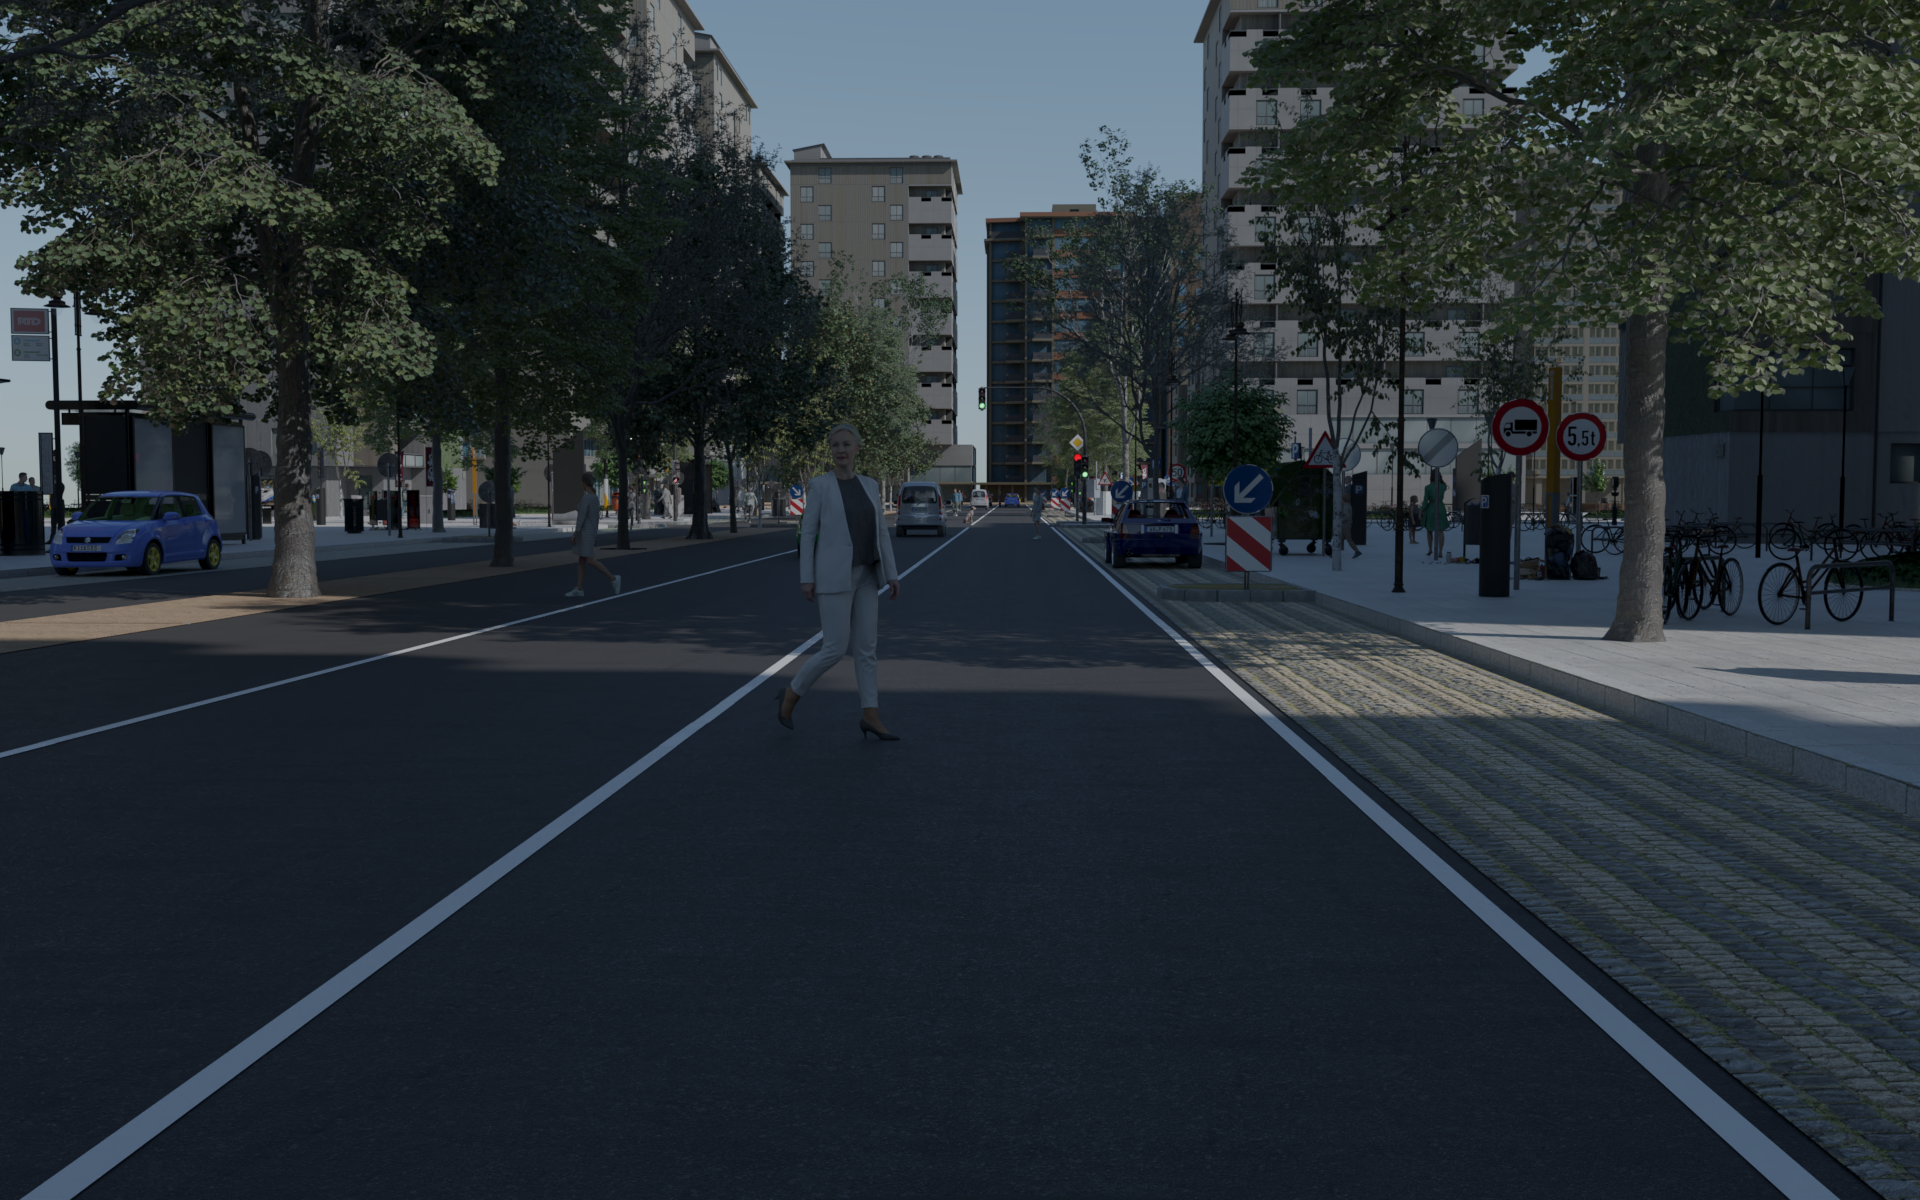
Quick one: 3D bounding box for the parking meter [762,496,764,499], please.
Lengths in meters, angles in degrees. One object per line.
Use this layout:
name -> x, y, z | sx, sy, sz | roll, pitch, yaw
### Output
parking meter -> -17.399, -8.808, 152.415 | 0.372, 1.533, 0.369 | 0, 3, 0

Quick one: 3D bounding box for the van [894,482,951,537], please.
van -> -1.314, -3.216, 59.595 | 2.013, 2.044, 4.112 | 0, 4, 1

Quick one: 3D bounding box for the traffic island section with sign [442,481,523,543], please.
traffic island section with sign -> -14.122, -2.623, 51.506 | 1.989, 1.847, 2.006 | 0, 4, 2

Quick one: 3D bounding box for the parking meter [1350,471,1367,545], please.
parking meter -> 10.023, -2.315, 43.561 | 0.399, 1.863, 0.255 | 1, 4, 19

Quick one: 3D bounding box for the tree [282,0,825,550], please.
tree -> -8.604, -8.014, 43.850 | 12.009, 13.543, 11.850 | 0, 3, 0

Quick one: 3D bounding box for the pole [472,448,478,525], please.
pole -> -20.143, -4.773, 71.887 | 0.158, 3.312, 0.155 | 0, 3, 0

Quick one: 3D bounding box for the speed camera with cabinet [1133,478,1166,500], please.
speed camera with cabinet -> 11.143, -6.583, 101.973 | 2.038, 3.252, 0.660 | -2, 4, -30

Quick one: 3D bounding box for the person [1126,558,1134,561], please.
person -> 3.557, -1.460, 37.056 | 0.332, 1.250, 0.352 | -1, 4, -14

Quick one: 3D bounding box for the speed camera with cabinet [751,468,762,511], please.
speed camera with cabinet -> -15.548, -8.420, 131.998 | 0.660, 3.252, 2.038 | 0, 4, 2

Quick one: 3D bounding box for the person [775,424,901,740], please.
person -> -0.719, -0.111, 10.201 | 0.818, 1.842, 0.514 | 2, 4, 32

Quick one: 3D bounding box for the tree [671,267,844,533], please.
tree -> -8.264, -7.746, 63.518 | 8.767, 10.594, 7.601 | 0, 4, 2

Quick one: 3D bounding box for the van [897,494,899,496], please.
van -> -6.526, -12.719, 212.339 | 2.240, 2.365, 5.245 | 0, 4, 3

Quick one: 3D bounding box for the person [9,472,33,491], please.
person -> -23.998, -2.352, 44.362 | 0.638, 1.841, 0.748 | -1, 4, -16

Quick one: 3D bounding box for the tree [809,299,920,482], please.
tree -> -6.997, -12.499, 113.467 | 9.857, 13.997, 8.962 | 0, 3, 0

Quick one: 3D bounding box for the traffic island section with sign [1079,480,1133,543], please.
traffic island section with sign -> 4.597, -2.583, 50.868 | 1.989, 1.847, 2.006 | 0, 4, 2

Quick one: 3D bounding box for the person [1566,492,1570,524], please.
person -> 26.801, -3.987, 76.276 | 0.523, 1.515, 0.503 | 1, 4, 10

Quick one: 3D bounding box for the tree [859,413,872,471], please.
tree -> -6.861, -9.297, 104.818 | 4.737, 8.622, 4.395 | 0, 3, 0

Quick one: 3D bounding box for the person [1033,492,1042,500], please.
person -> 5.167, -6.503, 114.929 | 0.679, 1.850, 0.850 | -1, 4, -15

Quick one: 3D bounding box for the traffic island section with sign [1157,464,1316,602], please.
traffic island section with sign -> 3.746, -0.927, 23.791 | 1.989, 1.847, 2.006 | 0, 4, 2

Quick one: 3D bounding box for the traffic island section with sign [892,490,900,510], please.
traffic island section with sign -> -5.264, -9.081, 156.608 | 2.006, 1.907, 1.989 | 0, 4, 2

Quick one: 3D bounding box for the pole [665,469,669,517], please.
pole -> -16.280, -6.262, 96.228 | 0.158, 3.312, 0.155 | 0, 3, 0

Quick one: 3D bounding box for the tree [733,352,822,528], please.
tree -> -8.297, -7.266, 71.625 | 4.737, 8.622, 4.395 | 0, 3, 0

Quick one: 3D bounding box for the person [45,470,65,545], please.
person -> -22.955, -2.355, 43.912 | 0.648, 1.900, 0.474 | 3, 5, 42

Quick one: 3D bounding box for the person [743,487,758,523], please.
person -> -10.472, -4.763, 86.868 | 0.782, 1.767, 0.515 | -1, 4, -19

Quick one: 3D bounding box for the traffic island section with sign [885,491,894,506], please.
traffic island section with sign -> -9.125, -12.384, 211.099 | 1.989, 1.847, 2.006 | 0, 4, 2

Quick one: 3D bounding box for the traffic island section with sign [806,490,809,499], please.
traffic island section with sign -> -11.552, -7.654, 133.777 | 1.989, 1.847, 2.006 | 0, 4, 2

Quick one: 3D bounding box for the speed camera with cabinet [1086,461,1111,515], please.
speed camera with cabinet -> 8.447, -6.775, 105.099 | 0.660, 3.252, 2.038 | 2, 4, 35

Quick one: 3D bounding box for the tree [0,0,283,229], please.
tree -> -9.425, -6.078, 12.204 | 12.009, 13.543, 11.850 | 0, 3, 0

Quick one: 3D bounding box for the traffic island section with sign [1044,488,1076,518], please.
traffic island section with sign -> 6.317, -5.957, 106.022 | 1.989, 1.847, 2.006 | 0, 4, 2

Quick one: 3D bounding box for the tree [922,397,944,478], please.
tree -> -6.020, -12.467, 123.295 | 9.611, 12.733, 9.660 | 0, 3, 0

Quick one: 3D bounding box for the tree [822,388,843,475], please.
tree -> -7.550, -8.014, 83.846 | 4.737, 8.622, 4.395 | 0, 3, 0

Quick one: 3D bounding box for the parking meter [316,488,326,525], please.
parking meter -> -26.345, -3.852, 71.384 | 0.372, 1.533, 0.369 | 0, 3, 0

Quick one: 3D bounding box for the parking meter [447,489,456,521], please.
parking meter -> -24.628, -4.614, 83.852 | 0.372, 1.533, 0.369 | 0, 3, 0

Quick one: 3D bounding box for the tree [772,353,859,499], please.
tree -> -7.253, -8.325, 88.933 | 4.360, 8.622, 3.978 | 0, 3, 0

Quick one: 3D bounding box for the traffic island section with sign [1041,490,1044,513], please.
traffic island section with sign -> 7.156, -7.605, 132.964 | 1.989, 1.847, 2.006 | 0, 4, 2

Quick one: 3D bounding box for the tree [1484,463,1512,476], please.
tree -> 32.666, -6.875, 107.005 | 1.663, 3.219, 1.824 | 0, 3, 0

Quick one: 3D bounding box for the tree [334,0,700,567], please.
tree -> -9.057, -6.940, 34.059 | 7.486, 12.596, 7.792 | 0, 3, 0

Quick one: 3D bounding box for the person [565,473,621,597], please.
person -> -5.160, -0.918, 24.268 | 0.760, 1.731, 0.466 | -2, 4, -24

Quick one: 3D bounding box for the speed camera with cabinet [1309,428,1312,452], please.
speed camera with cabinet -> 10.566, -3.466, 51.013 | 0.660, 3.252, 2.038 | 0, 4, 5

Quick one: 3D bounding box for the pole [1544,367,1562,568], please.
pole -> 9.592, -2.089, 27.999 | 0.158, 3.312, 0.155 | 0, 3, 0

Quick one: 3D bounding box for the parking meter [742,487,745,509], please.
parking meter -> -17.270, -8.118, 138.447 | 0.255, 1.863, 0.399 | 1, 4, 11

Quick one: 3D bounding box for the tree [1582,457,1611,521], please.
tree -> 30.836, -5.446, 83.649 | 1.663, 3.219, 1.824 | 0, 3, 0

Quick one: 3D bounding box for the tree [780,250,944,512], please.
tree -> -7.167, -16.878, 134.299 | 12.611, 20.169, 13.585 | 0, 3, 0

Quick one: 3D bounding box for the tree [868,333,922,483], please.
tree -> -7.344, -10.858, 96.988 | 9.611, 12.733, 9.660 | 0, 3, 0

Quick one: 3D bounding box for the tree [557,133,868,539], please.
tree -> -8.249, -8.275, 54.759 | 9.611, 12.733, 9.660 | 0, 3, 0

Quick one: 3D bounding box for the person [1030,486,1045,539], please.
person -> 2.467, -2.787, 55.070 | 0.522, 1.701, 0.512 | -2, 4, -29

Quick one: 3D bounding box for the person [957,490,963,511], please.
person -> -0.077, -8.413, 146.403 | 0.601, 1.785, 0.444 | 0, 4, -6

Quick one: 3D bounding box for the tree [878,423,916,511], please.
tree -> -5.055, -11.914, 147.613 | 4.360, 8.622, 3.978 | 0, 3, 0

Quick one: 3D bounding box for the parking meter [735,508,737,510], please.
parking meter -> -18.468, -8.325, 141.819 | 0.255, 1.863, 0.399 | 0, 4, 8

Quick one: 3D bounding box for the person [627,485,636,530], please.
person -> -13.118, -3.644, 68.355 | 0.573, 1.790, 0.520 | 2, 4, 29

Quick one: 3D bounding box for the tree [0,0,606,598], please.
tree -> -9.258, -7.008, 23.698 | 9.857, 13.997, 8.962 | 0, 3, 0

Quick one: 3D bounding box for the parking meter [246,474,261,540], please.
parking meter -> -19.851, -2.626, 48.644 | 0.255, 1.863, 0.399 | 0, 4, 5

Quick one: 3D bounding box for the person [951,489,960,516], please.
person -> -0.296, -6.375, 113.079 | 0.601, 1.785, 0.444 | 1, 4, 18

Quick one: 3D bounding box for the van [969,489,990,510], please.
van -> 1.804, -9.381, 160.384 | 2.013, 2.044, 4.112 | 0, 4, 2

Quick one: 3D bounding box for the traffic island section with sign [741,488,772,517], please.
traffic island section with sign -> -12.383, -6.007, 106.835 | 1.989, 1.847, 2.006 | 0, 4, 2

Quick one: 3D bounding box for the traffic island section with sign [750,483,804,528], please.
traffic island section with sign -> -7.847, -4.035, 74.103 | 2.006, 1.907, 1.989 | 0, 4, 2

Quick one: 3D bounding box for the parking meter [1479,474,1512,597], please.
parking meter -> 6.685, -0.809, 21.632 | 0.372, 1.533, 0.369 | 0, 3, 0
